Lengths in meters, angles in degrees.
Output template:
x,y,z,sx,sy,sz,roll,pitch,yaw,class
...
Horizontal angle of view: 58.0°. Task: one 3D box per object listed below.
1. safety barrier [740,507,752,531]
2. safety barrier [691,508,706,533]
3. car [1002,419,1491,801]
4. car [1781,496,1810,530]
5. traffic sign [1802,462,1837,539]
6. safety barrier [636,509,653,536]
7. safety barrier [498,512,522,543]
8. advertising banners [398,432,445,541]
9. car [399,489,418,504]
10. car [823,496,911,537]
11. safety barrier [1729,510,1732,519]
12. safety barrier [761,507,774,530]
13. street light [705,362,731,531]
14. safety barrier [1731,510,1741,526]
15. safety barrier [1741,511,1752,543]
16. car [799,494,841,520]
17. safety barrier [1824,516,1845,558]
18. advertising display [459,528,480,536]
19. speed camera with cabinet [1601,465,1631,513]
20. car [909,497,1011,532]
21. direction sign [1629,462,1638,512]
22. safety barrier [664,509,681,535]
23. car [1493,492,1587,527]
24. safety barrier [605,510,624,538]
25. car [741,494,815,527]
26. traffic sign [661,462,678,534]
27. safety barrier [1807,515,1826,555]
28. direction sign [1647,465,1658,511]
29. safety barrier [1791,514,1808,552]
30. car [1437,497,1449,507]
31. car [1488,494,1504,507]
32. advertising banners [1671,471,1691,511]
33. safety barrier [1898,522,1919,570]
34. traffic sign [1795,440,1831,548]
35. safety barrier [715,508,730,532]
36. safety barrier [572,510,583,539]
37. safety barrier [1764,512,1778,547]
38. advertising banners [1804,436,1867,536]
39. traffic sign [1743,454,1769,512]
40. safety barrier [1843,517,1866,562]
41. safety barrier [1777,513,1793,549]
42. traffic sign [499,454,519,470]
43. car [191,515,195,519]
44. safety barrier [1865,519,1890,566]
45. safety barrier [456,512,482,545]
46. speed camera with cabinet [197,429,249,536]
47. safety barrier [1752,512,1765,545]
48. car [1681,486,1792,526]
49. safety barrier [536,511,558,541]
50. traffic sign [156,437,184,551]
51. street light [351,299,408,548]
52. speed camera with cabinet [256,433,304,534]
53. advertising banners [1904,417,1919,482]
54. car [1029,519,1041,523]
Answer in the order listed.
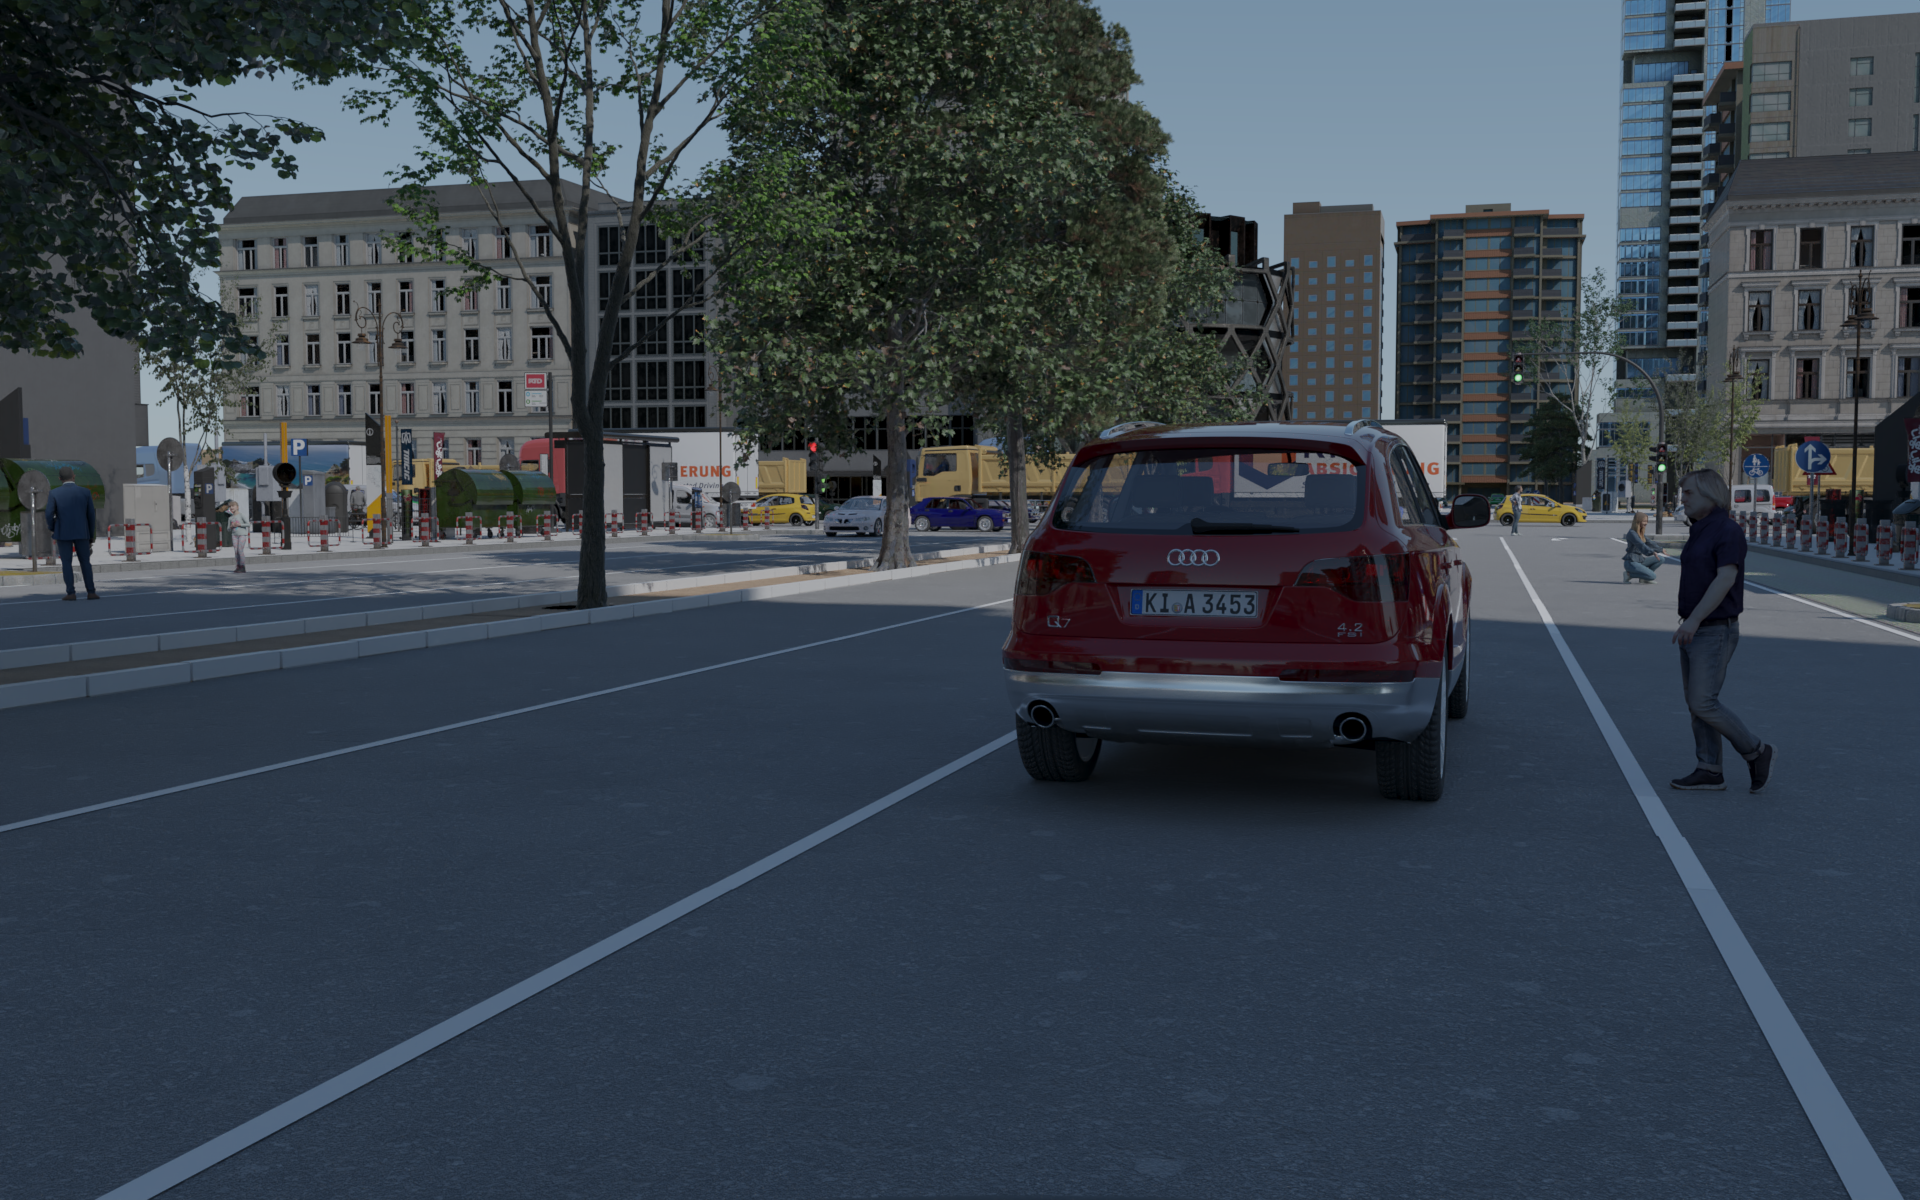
x,y,z,sx,sy,sz,roll,pitch,yaw,class
-7.479,-2.823,60.435,0.300,0.817,1.120,1,4,17,safety barrier
-8.573,-2.598,56.752,0.300,0.817,1.120,1,4,17,safety barrier
1.796,-0.071,9.828,2.281,1.827,5.304,1,4,18,car
34.637,-3.572,68.189,4.222,1.686,2.009,1,4,15,car
24.240,-2.990,48.888,0.884,2.594,0.081,1,4,19,traffic sign
-9.671,-2.373,53.079,0.300,0.817,1.120,1,4,17,safety barrier
-11.870,-1.922,45.699,0.300,0.817,1.120,1,4,17,safety barrier
-14.936,-3.180,48.186,0.090,3.025,2.074,1,4,20,advertising banners
-27.235,-4.536,82.952,4.718,1.807,1.959,1,4,17,car
-3.152,-2.886,59.546,2.083,1.381,4.827,1,4,18,car
22.063,-2.152,49.466,0.300,0.817,1.120,1,4,17,safety barrier
-6.934,-2.936,62.273,0.300,0.817,1.120,1,4,17,safety barrier
-8.269,-5.322,59.808,0.468,5.910,1.993,1,4,17,street light
21.515,-2.039,47.615,0.300,0.817,1.120,1,4,17,safety barrier
20.964,-1.927,45.779,0.300,0.817,1.120,1,4,17,safety barrier
-7.193,-4.607,85.115,4.222,1.686,2.009,1,4,18,car
17.669,-1.252,34.748,0.300,0.817,1.120,1,4,17,safety barrier
-14.986,-2.950,53.442,0.974,1.923,0.123,0,4,-8,advertising display
45.157,-7.637,119.203,0.660,3.252,2.038,-2,4,-29,speed camera with cabinet
0.043,-3.274,66.103,3.894,1.354,1.945,1,4,17,car
48.181,-8.071,123.953,0.876,3.537,0.379,-2,4,-27,direction sign
-9.121,-2.486,54.915,0.300,0.817,1.120,1,4,17,safety barrier
25.868,-4.101,77.267,3.980,1.641,2.015,1,4,15,car
-10.222,-2.260,51.233,0.300,0.817,1.120,1,4,17,safety barrier
-8.338,-4.117,77.534,3.980,1.641,2.015,1,4,16,car
-9.349,-3.280,55.761,0.606,2.300,0.079,1,4,22,traffic sign
18.220,-1.364,36.584,0.300,0.817,1.120,1,4,17,safety barrier
53.647,-8.688,134.047,0.876,3.537,0.379,0,4,8,direction sign
18.769,-1.477,38.429,0.300,0.817,1.120,1,4,17,safety barrier
54.411,-11.310,196.716,2.131,1.459,4.920,1,4,18,car
61.163,-11.525,197.223,1.959,1.807,4.718,1,4,15,car
52.747,-7.977,126.605,0.090,3.025,2.074,-1,4,-16,advertising banners
16.019,-0.914,29.214,0.300,0.817,1.120,1,4,17,safety barrier
20.291,-2.517,41.264,0.768,2.556,0.104,1,4,21,traffic sign
-8.024,-2.711,58.597,0.300,0.817,1.120,1,4,17,safety barrier
-10.771,-2.148,49.391,0.300,0.817,1.120,1,4,17,safety barrier
19.866,-1.702,42.103,0.300,0.817,1.120,1,4,17,safety barrier
26.460,-3.438,52.394,2.074,3.025,0.090,0,4,-7,advertising banners
25.091,-3.336,54.647,0.768,2.556,0.104,1,4,17,traffic sign
17.122,-1.140,32.911,0.300,0.817,1.120,1,4,17,safety barrier
19.319,-1.590,40.265,0.300,0.817,1.120,1,4,17,safety barrier
-14.175,-3.323,54.432,0.768,2.556,0.104,1,4,22,traffic sign
-45.274,-5.705,103.071,2.009,1.686,4.222,1,4,15,car
16.574,-1.026,31.049,0.300,0.817,1.120,1,4,17,safety barrier
-12.428,-1.809,43.854,0.300,0.817,1.120,1,4,17,safety barrier
-22.176,-3.534,52.113,0.660,3.252,2.038,0,4,4,speed camera with cabinet
20.413,-1.815,43.943,0.300,0.817,1.120,1,4,17,safety barrier
36.031,-4.355,79.877,5.304,1.827,2.281,1,4,16,car
-11.325,-2.034,47.537,0.300,0.817,1.120,1,4,17,safety barrier
-17.684,-2.364,38.762,0.768,2.556,0.104,1,4,20,traffic sign
-13.785,-4.190,41.298,0.468,5.910,1.993,1,4,17,street light
-21.889,-3.796,56.407,2.038,3.252,0.660,1,4,17,speed camera with cabinet
22.585,-2.653,39.570,2.074,3.025,0.090,0,4,5,advertising banners
4.523,-4.442,85.206,3.894,1.354,1.945,1,4,17,car
